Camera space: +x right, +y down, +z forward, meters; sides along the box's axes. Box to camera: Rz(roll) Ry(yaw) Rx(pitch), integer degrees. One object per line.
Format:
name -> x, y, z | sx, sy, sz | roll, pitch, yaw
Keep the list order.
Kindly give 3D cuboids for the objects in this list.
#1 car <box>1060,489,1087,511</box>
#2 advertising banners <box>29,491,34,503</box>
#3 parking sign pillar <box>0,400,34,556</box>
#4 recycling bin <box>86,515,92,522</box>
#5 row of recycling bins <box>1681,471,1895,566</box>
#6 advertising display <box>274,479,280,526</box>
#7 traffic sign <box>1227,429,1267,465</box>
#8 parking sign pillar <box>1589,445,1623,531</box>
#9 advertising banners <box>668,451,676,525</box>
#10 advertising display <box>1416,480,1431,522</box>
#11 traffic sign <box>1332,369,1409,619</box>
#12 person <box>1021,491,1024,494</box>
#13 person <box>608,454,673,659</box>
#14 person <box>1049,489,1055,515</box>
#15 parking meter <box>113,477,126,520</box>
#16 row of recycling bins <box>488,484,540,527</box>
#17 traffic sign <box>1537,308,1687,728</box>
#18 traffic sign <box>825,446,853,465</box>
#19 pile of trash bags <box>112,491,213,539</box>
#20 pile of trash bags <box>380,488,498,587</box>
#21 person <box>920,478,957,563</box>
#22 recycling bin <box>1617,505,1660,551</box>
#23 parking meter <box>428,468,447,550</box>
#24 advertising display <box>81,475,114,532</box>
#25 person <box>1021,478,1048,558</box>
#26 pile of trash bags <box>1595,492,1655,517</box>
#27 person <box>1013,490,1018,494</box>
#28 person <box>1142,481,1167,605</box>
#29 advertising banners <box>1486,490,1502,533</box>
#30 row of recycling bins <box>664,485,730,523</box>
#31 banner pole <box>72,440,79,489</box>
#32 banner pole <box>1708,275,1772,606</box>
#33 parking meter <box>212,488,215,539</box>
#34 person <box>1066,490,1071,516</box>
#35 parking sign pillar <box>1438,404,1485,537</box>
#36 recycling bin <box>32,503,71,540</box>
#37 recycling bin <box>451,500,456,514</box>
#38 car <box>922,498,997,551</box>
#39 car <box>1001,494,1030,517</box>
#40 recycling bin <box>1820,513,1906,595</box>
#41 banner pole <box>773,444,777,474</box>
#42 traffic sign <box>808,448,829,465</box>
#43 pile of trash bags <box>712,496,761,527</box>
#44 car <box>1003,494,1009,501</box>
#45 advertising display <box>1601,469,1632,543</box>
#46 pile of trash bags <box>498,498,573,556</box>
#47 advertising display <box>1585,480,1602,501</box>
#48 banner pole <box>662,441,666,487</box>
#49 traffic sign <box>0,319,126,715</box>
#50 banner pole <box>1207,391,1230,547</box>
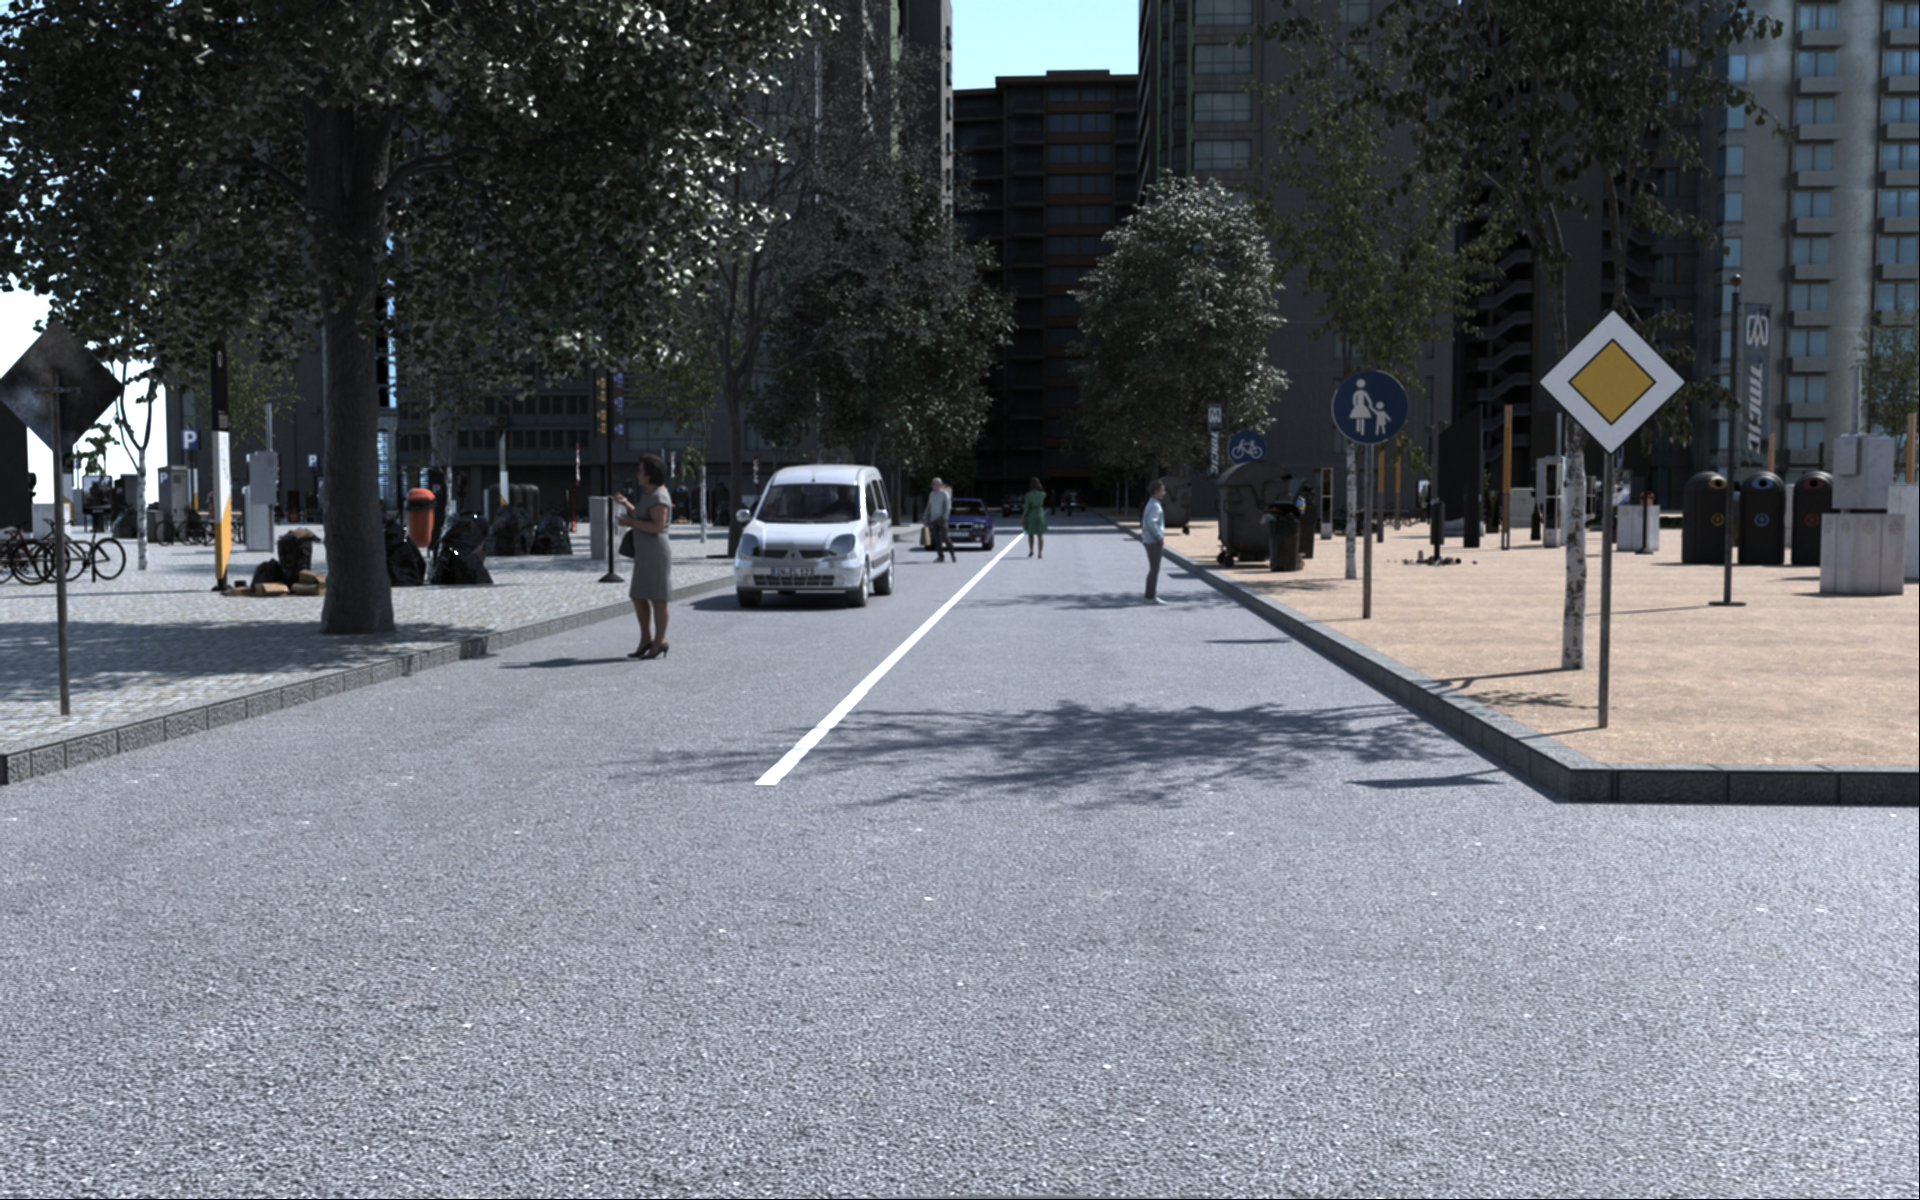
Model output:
car -> 9.450, -8.315, 144.626 | 2.281, 1.827, 5.304 | 0, 4, 4
advertising banners -> -38.853, -4.545, 70.499 | 0.090, 3.025, 2.074 | 3, 5, 43
parking sign pillar -> -20.404, -2.938, 36.507 | 1.447, 3.967, 1.447 | 3, 5, 41
recycling bin -> -40.613, -4.187, 81.017 | 0.722, 1.027, 0.722 | -1, 4, -15
row of recycling bins -> 15.026, -1.490, 31.467 | 3.534, 1.692, 1.069 | 2, 4, 26
advertising display -> -27.978, -3.961, 69.971 | 0.974, 1.923, 0.123 | -3, 5, -41
traffic sign -> 5.654, -2.084, 34.182 | 0.768, 2.556, 0.104 | 0, 4, 5
parking sign pillar -> 22.717, -4.392, 60.285 | 1.447, 3.967, 1.447 | 2, 4, 32
advertising banners -> -12.139, -4.601, 71.418 | 0.090, 3.025, 2.074 | -2, 4, -35
advertising display -> 20.946, -4.467, 78.257 | 0.974, 1.923, 0.123 | -3, 5, -40
traffic sign -> 4.199, -1.082, 17.798 | 0.768, 2.556, 0.104 | 1, 4, 11
person -> 5.518, -8.914, 155.030 | 0.721, 1.735, 1.217 | 1, 4, 23
person -> -2.798, -0.383, 15.116 | 0.532, 1.782, 0.716 | -1, 4, -22
person -> 6.392, -6.773, 119.797 | 0.434, 1.755, 0.990 | 0, 4, -5
parking meter -> -29.185, -3.329, 60.137 | 0.399, 1.863, 0.255 | -2, 4, -26
row of recycling bins -> -17.712, -3.785, 69.003 | 1.069, 1.692, 3.534 | 1, 4, 11
traffic sign -> 3.531, -0.356, 9.458 | 0.795, 2.450, 0.064 | 0, 4, 3
traffic sign -> -3.185, -2.779, 45.551 | 0.768, 2.556, 0.104 | 1, 4, 10
pile of trash bags -> -23.135, -2.538, 51.250 | 1.912, 1.369, 3.447 | 2, 4, 27
pile of trash bags -> -7.975, -0.968, 25.582 | 1.912, 1.369, 3.447 | -1, 4, -19
person -> -0.480, -1.674, 36.350 | 0.782, 1.767, 0.515 | 3, 4, 38
recycling bin -> 15.291, -1.620, 39.043 | 0.722, 1.027, 0.722 | 3, 5, 41
parking meter -> -11.917, -2.070, 39.551 | 0.399, 1.863, 0.255 | -1, 4, -10
advertising display -> -29.009, -3.245, 58.275 | 0.974, 1.923, 0.123 | 0, 4, -4
person -> 1.681, -1.835, 38.743 | 0.600, 1.795, 0.529 | -1, 4, -17
pile of trash bags -> 28.549, -4.013, 75.369 | 3.447, 1.369, 1.912 | 0, 4, -8
person -> 4.558, -8.274, 143.800 | 1.348, 1.821, 0.705 | -1, 4, -21
person -> 2.516, -0.738, 22.377 | 0.330, 1.601, 0.589 | 0, 4, 6
advertising banners -> 16.691, -3.682, 56.396 | 2.074, 3.025, 0.090 | -1, 4, -11
row of recycling bins -> -12.008, -4.272, 76.955 | 3.534, 1.692, 1.069 | -1, 4, -13
banner pole -> -40.536, -5.449, 79.112 | 0.863, 3.779, 0.401 | -2, 4, -35
banner pole -> 9.068, -1.834, 19.997 | 0.863, 3.779, 0.401 | -2, 4, -27
parking meter -> -20.987, -2.491, 49.142 | 0.372, 1.533, 0.369 | 0, 3, 0
person -> 7.095, -6.336, 113.019 | 0.530, 1.710, 0.541 | 2, 4, 31
parking sign pillar -> 15.159, -3.910, 52.397 | 1.447, 3.967, 1.447 | 3, 4, 36
recycling bin -> -25.549, -2.211, 48.707 | 0.722, 1.027, 0.722 | 0, 4, 6
recycling bin -> -22.027, -3.778, 74.329 | 0.722, 1.027, 0.722 | -1, 4, -18
car -> 0.008, -1.990, 45.121 | 1.945, 1.354, 3.894 | 0, 4, 2
car -> 3.588, -6.051, 108.726 | 2.009, 1.686, 4.222 | 0, 4, 5
recycling bin -> 11.605, -0.595, 22.280 | 0.722, 1.027, 0.722 | 0, 4, -8
banner pole -> -6.824, -4.516, 63.861 | 0.401, 3.779, 0.863 | 0, 4, 3
traffic sign -> -3.815, -2.902, 47.558 | 0.768, 2.556, 0.104 | 1, 4, 9
pile of trash bags -> -8.261, -3.579, 68.263 | 1.912, 1.369, 3.447 | -3, 5, -39
car -> 4.075, -7.167, 127.398 | 2.015, 1.641, 3.980 | 0, 4, 2
advertising display -> 17.155, -2.443, 45.165 | 0.974, 1.923, 0.123 | -2, 4, -34
pile of trash bags -> -9.929, -1.611, 36.095 | 1.912, 1.369, 3.447 | 3, 5, 43
advertising display -> 29.502, -4.628, 80.877 | 0.974, 1.923, 0.123 | 2, 4, 31
banner pole -> -14.107, -5.663, 82.605 | 0.401, 3.779, 0.863 | -2, 4, -24
traffic sign -> -5.196, -0.389, 10.001 | 0.795, 2.450, 0.064 | 0, 4, 3
banner pole -> 6.285, -3.176, 41.950 | 0.863, 3.779, 0.401 | -2, 4, -32
